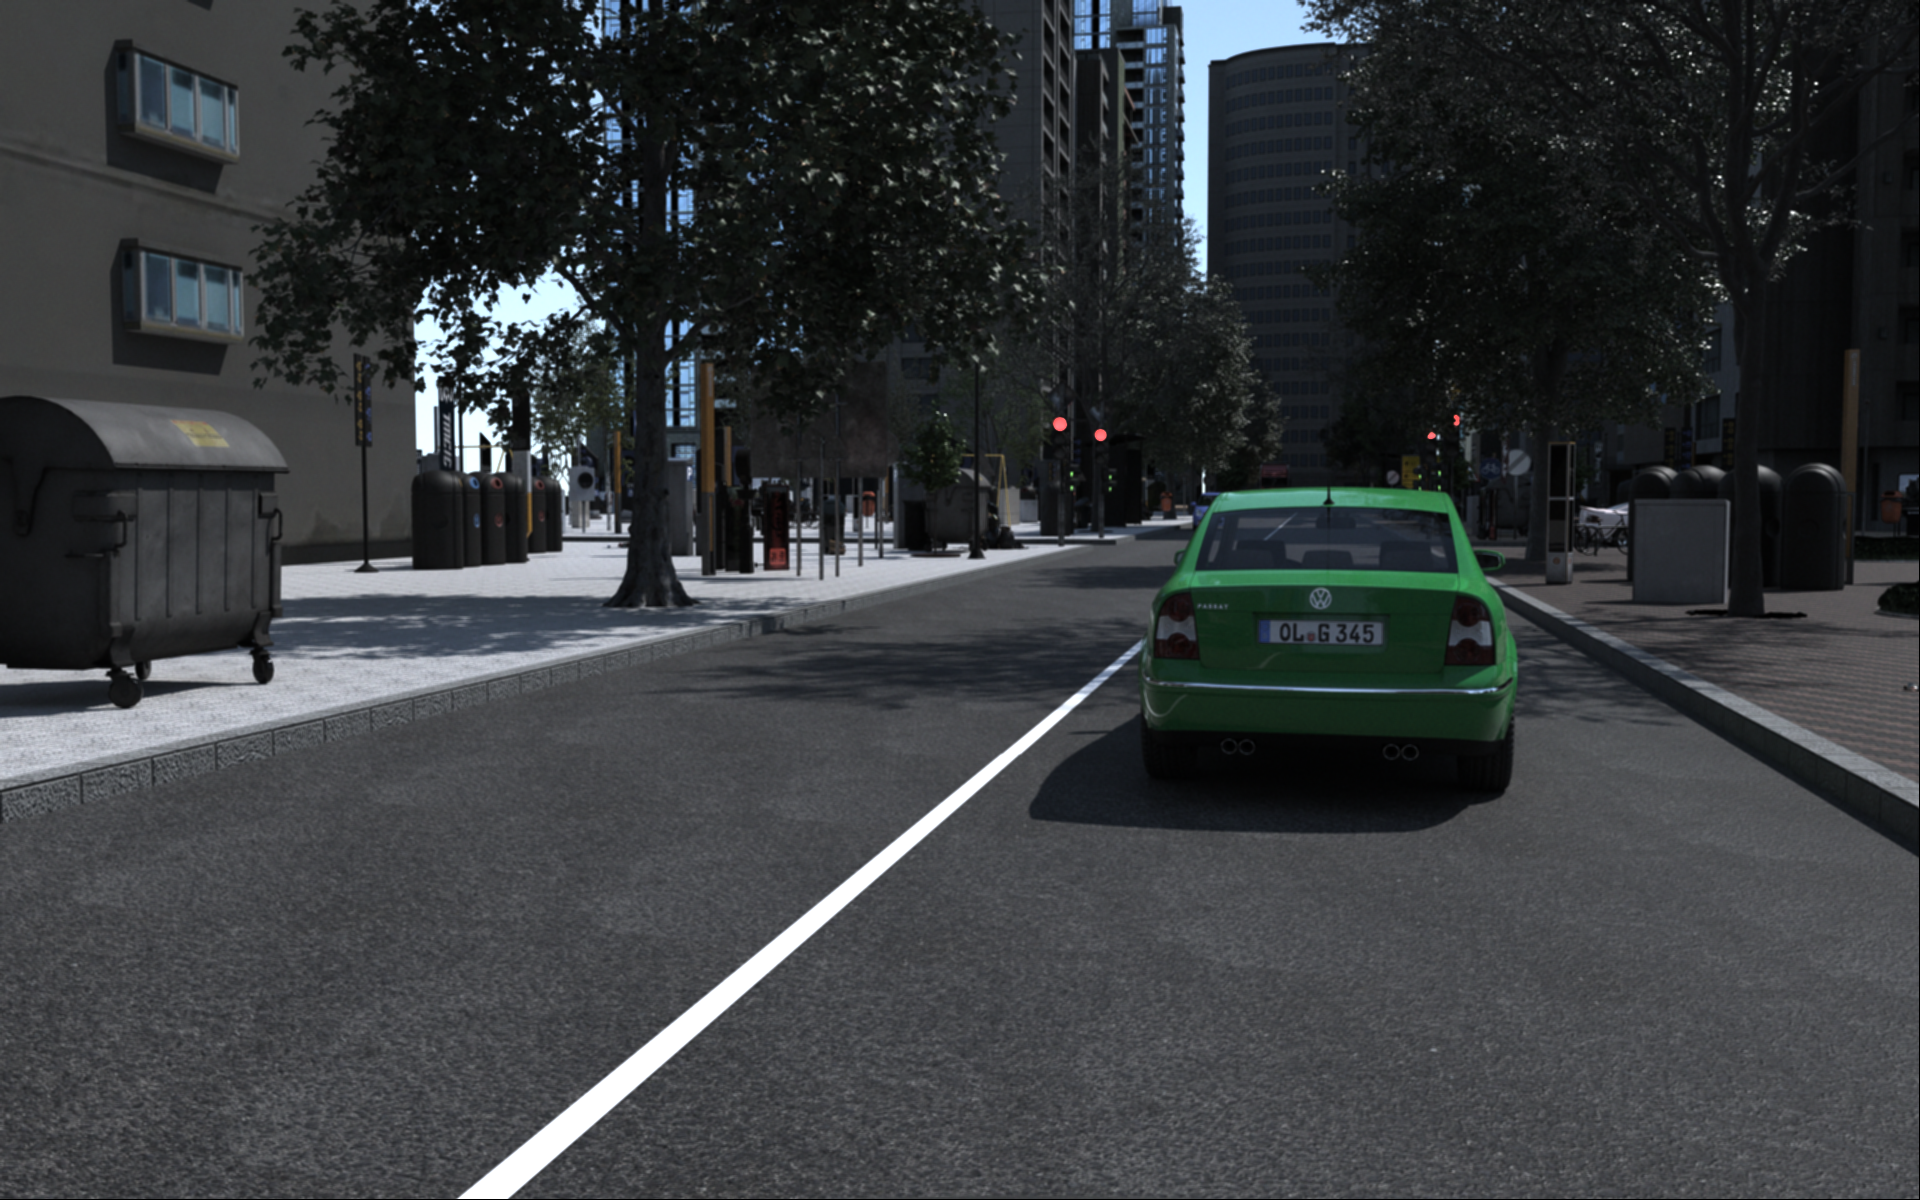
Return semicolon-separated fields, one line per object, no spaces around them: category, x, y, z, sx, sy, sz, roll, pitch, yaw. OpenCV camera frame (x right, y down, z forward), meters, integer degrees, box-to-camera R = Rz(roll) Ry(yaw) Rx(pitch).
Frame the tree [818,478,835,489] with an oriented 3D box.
tree;-7.223;-9.036;98.093;4.737;8.622;4.395;0;3;0

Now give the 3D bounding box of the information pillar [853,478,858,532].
information pillar;-3.489;-3.321;58.782;0.304;2.012;0.304;0;4;-5

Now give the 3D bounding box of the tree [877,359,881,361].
tree;-6.256;-7.536;73.571;4.360;8.622;3.978;0;3;0

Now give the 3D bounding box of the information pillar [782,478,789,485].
information pillar;-10.537;-6.928;104.623;0.504;3.616;0.183;3;5;41

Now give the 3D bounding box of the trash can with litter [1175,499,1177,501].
trash can with litter;14.830;-6.739;121.567;0.624;1.170;1.055;1;4;18

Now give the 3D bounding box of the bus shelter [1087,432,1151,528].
bus shelter;6.467;-4.765;69.186;1.731;3.624;6.357;1;4;12

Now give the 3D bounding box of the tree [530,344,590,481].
tree;-18.445;-7.844;78.619;4.360;8.622;3.978;0;3;0

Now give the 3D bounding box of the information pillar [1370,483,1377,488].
information pillar;26.816;-6.595;112.325;0.304;2.012;0.304;-2;4;-27

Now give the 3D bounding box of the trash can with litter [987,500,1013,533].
trash can with litter;1.137;-2.603;53.952;1.055;1.170;0.624;1;4;12

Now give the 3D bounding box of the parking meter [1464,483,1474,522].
parking meter;23.681;-4.579;80.572;0.399;1.863;0.255;0;4;-7

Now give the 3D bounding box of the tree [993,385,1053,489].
tree;4.453;-9.945;112.963;4.737;8.622;4.395;0;3;0

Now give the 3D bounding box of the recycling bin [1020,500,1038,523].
recycling bin;3.070;-3.968;77.424;0.722;1.027;0.722;0;4;-8

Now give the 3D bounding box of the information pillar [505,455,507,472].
information pillar;-22.140;-5.750;85.368;0.504;3.616;0.183;-1;4;-9

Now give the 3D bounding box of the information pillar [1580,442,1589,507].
information pillar;28.309;-5.329;78.483;0.183;3.616;0.504;-1;4;-15

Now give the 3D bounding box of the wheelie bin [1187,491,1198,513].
wheelie bin;16.078;-6.846;119.841;0.693;1.594;0.980;0;4;-5

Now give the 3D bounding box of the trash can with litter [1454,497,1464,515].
trash can with litter;34.243;-6.650;120.117;1.055;1.170;0.624;0;4;-4

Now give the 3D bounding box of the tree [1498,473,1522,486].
tree;25.289;-5.170;79.132;1.663;3.219;1.824;0;3;0

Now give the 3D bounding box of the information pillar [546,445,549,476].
information pillar;-19.504;-5.538;81.893;0.183;3.616;0.504;-1;4;-8

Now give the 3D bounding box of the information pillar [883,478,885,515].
information pillar;-4.616;-6.994;105.698;0.504;3.616;0.183;3;4;37

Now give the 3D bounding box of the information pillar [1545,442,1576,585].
information pillar;8.522;-1.229;24.580;0.304;2.012;0.304;2;4;35

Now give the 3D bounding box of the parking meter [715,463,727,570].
parking meter;-4.162;-1.447;29.365;0.399;1.863;0.255;0;4;4

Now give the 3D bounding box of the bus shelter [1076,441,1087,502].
bus shelter;6.318;-5.165;75.735;1.731;3.624;6.357;1;4;12

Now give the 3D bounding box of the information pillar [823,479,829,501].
information pillar;-6.586;-4.923;84.978;0.304;2.012;0.304;0;4;-2

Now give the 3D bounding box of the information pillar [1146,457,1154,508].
information pillar;10.819;-6.563;98.660;0.504;3.616;0.183;-1;4;-16

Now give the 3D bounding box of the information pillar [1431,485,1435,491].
information pillar;17.117;-3.582;63.053;0.304;2.012;0.304;0;4;7

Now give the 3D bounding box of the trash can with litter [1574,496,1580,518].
trash can with litter;30.602;-4.537;85.240;2.233;1.210;1.678;-3;5;-42

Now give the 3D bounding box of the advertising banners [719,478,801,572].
advertising banners;-3.111;-2.009;29.037;2.074;3.025;0.090;-3;4;-38

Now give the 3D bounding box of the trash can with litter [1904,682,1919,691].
trash can with litter;6.641;0.048;10.280;1.678;1.210;2.233;-1;4;-8

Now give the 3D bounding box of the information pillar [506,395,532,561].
information pillar;-8.382;-2.553;33.100;0.504;3.616;0.183;3;5;40

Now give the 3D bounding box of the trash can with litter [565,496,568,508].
trash can with litter;-27.723;-6.677;120.561;1.055;1.170;0.624;3;5;43

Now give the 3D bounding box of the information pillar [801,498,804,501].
information pillar;-10.483;-7.465;113.412;0.504;3.616;0.183;-1;4;-8

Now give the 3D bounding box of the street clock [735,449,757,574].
street clock;-3.453;-1.432;27.988;0.358;2.002;0.471;1;4;11

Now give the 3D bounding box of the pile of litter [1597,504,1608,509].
pile of litter;28.207;-3.825;76.507;1.176;0.858;1.719;-1;4;-9

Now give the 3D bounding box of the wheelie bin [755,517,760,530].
wheelie bin;-6.874;-3.264;61.279;0.980;1.594;0.693;1;4;14

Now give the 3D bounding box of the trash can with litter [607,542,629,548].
trash can with litter;-7.712;-1.884;41.854;1.678;1.210;2.233;-1;4;-22

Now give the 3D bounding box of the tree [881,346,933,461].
tree;-3.098;-8.243;85.131;4.360;8.622;3.978;0;3;0

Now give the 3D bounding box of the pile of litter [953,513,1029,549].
pile of litter;0.719;-1.629;40.595;1.719;0.858;1.176;1;4;23

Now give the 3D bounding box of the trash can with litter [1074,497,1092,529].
trash can with litter;4.368;-3.203;63.751;1.055;1.170;0.624;-3;5;-44

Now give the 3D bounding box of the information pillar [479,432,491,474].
information pillar;-17.931;-4.532;65.450;0.183;3.616;0.504;2;4;35

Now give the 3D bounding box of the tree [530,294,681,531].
tree;-12.082;-6.737;60.512;4.737;8.622;4.395;0;3;0

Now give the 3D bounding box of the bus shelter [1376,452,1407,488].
bus shelter;24.792;-6.601;99.204;1.731;3.624;6.357;1;4;12

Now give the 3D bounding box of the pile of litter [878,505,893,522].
pile of litter;-3.339;-4.059;80.329;1.176;0.858;1.719;1;4;9

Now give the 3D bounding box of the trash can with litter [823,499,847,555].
trash can with litter;-2.611;-1.556;36.829;0.624;1.170;1.055;-1;4;-15

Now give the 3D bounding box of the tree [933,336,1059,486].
tree;2.059;-10.820;102.661;9.928;11.665;9.643;0;3;0

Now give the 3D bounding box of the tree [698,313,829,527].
tree;-6.857;-6.583;57.987;4.360;8.622;3.978;0;3;0

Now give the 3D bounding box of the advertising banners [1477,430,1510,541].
advertising banners;14.780;-3.168;47.987;0.090;3.025;2.074;0;4;-5
